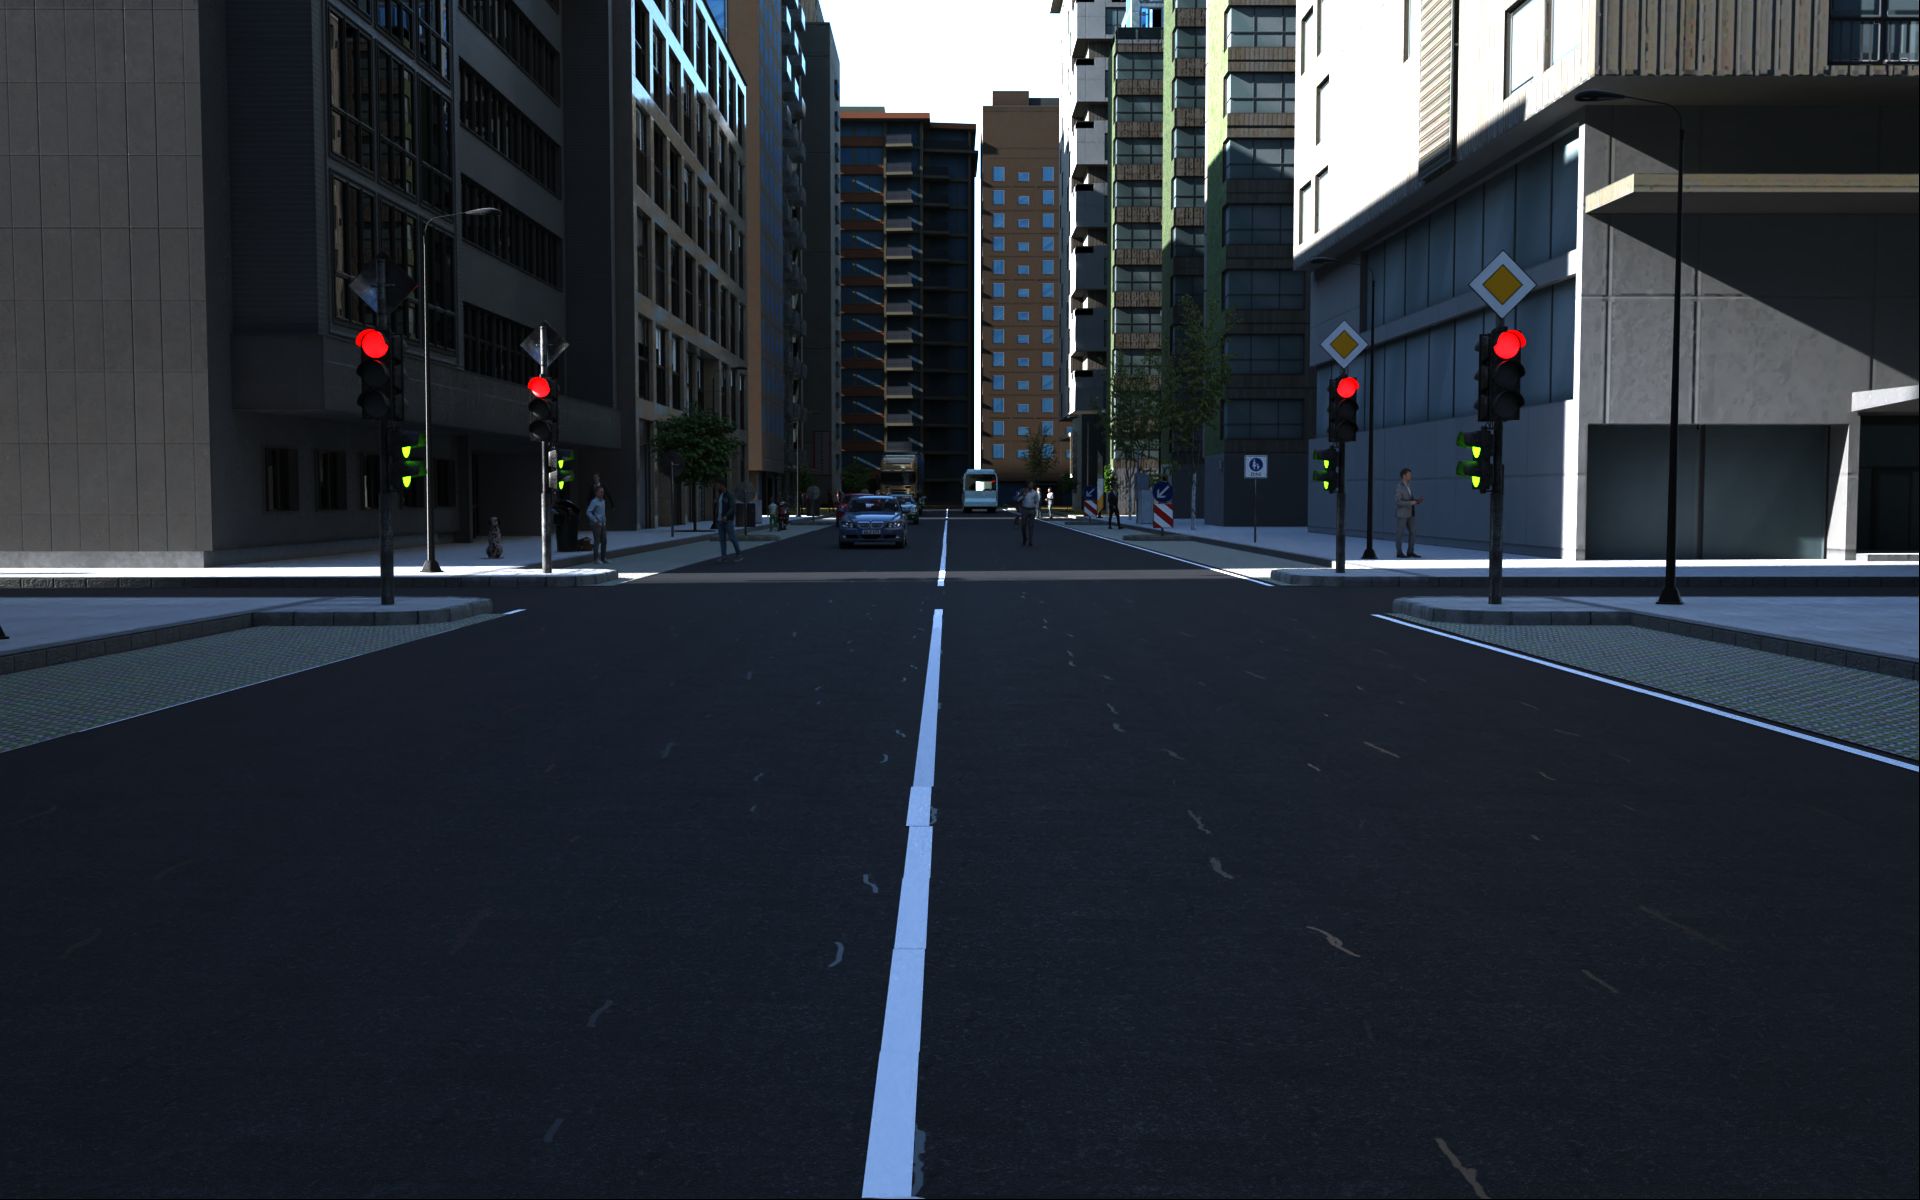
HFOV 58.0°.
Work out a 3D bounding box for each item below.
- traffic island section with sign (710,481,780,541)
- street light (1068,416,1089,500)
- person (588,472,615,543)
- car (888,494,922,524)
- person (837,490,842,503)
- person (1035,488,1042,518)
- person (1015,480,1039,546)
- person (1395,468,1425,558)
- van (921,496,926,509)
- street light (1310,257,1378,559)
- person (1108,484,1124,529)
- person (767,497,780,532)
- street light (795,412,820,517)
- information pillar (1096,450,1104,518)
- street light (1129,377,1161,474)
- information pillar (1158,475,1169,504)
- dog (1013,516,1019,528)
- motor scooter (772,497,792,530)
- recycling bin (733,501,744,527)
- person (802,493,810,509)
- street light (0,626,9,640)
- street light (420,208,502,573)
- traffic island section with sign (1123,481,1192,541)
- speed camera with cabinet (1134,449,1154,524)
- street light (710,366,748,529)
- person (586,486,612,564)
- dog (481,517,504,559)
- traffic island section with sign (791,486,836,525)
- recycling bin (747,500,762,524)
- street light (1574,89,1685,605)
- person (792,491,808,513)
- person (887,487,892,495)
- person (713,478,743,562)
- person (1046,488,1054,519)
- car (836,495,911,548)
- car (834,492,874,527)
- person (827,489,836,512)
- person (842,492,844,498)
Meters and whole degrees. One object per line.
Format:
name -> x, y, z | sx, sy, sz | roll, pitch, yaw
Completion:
traffic island section with sign -> -6.555, -2.719, 53.083 | 1.989, 1.847, 2.006 | 0, 4, 0
street light -> 7.099, -7.994, 103.245 | 1.470, 5.913, 1.316 | 0, 4, 0
person -> -9.468, -2.422, 45.420 | 0.659, 1.850, 0.755 | 0, 4, 7
car -> -2.904, -4.383, 83.468 | 2.131, 1.459, 4.920 | 0, 4, -2
person -> -10.578, -8.823, 151.761 | 0.415, 1.643, 0.593 | 1, 4, 9
person -> 4.633, -5.804, 103.564 | 0.590, 1.801, 0.661 | 0, 4, -1
person -> 1.871, -2.433, 48.377 | 0.679, 1.850, 0.850 | 0, 4, -2
person -> 9.038, -1.750, 34.861 | 0.583, 1.804, 0.606 | 2, 4, 35
van -> -4.225, -9.650, 164.795 | 2.013, 2.044, 4.112 | 0, 4, -1
street light -> 7.574, -3.768, 34.151 | 1.470, 5.913, 1.316 | 0, 4, 0
person -> 6.318, -3.796, 70.347 | 0.659, 1.850, 0.755 | -3, 4, -36
person -> -7.036, -3.218, 65.358 | 0.306, 1.304, 0.590 | -3, 5, -44
street light -> -8.591, -7.653, 97.673 | 1.470, 5.913, 1.316 | 0, 4, 0
information pillar -> 7.484, -6.168, 92.205 | 0.183, 3.616, 0.504 | -2, 4, -32
street light -> 7.384, -5.881, 68.698 | 1.470, 5.913, 1.316 | 0, 4, 0
information pillar -> 7.826, -3.806, 66.713 | 0.304, 2.012, 0.304 | -1, 4, -18
dog -> 2.387, -3.277, 72.871 | 0.540, 0.507, 0.406 | 3, 5, 42
motor scooter -> -7.028, -3.413, 68.588 | 0.815, 1.314, 1.986 | 0, 4, -1
recycling bin -> -8.823, -3.379, 67.803 | 0.722, 1.027, 0.722 | -1, 4, -12
person -> -13.350, -8.875, 151.838 | 1.217, 1.739, 0.721 | -1, 4, -14
street light -> -8.063, -2.604, 15.115 | 1.470, 5.913, 1.316 | 0, 4, 0
street light -> -8.141, -3.409, 28.271 | 1.470, 5.913, 1.316 | 0, 4, 0
traffic island section with sign -> 6.058, -2.739, 53.409 | 1.989, 1.847, 2.006 | 0, 4, 0
speed camera with cabinet -> 7.958, -4.916, 74.704 | 0.660, 3.252, 2.038 | 0, 4, -2
street light -> -8.426, -5.540, 63.126 | 1.470, 5.913, 1.316 | 0, 4, 0
person -> -7.356, -1.527, 35.282 | 0.330, 1.601, 0.589 | 2, 4, 31
dog -> -9.368, -1.229, 34.482 | 0.513, 0.831, 0.800 | 2, 4, 26
traffic island section with sign -> -6.734, -4.368, 80.038 | 1.989, 1.847, 2.006 | 0, 4, 0
recycling bin -> -8.962, -3.764, 74.102 | 0.722, 1.027, 0.722 | 3, 5, 43
street light -> 7.757, -2.907, 20.067 | 1.470, 5.913, 1.316 | 0, 4, 0
person -> -10.653, -6.630, 115.164 | 1.217, 1.735, 0.721 | 1, 4, 19
person -> -3.988, -5.464, 97.715 | 0.818, 1.842, 0.514 | 0, 4, -5
person -> -4.966, -1.701, 36.651 | 0.623, 1.781, 0.721 | 2, 4, 34
person -> 5.150, -5.602, 100.290 | 0.583, 1.804, 0.606 | -2, 4, -35
car -> -2.339, -2.157, 47.274 | 2.014, 1.417, 4.499 | 0, 4, 0
car -> -4.505, -4.171, 77.233 | 2.155, 1.783, 4.494 | 0, 4, 1
person -> -9.085, -7.030, 122.452 | 0.593, 1.643, 0.415 | 0, 4, -6
person -> -12.265, -10.515, 178.905 | 0.436, 1.711, 0.756 | -3, 5, -42
